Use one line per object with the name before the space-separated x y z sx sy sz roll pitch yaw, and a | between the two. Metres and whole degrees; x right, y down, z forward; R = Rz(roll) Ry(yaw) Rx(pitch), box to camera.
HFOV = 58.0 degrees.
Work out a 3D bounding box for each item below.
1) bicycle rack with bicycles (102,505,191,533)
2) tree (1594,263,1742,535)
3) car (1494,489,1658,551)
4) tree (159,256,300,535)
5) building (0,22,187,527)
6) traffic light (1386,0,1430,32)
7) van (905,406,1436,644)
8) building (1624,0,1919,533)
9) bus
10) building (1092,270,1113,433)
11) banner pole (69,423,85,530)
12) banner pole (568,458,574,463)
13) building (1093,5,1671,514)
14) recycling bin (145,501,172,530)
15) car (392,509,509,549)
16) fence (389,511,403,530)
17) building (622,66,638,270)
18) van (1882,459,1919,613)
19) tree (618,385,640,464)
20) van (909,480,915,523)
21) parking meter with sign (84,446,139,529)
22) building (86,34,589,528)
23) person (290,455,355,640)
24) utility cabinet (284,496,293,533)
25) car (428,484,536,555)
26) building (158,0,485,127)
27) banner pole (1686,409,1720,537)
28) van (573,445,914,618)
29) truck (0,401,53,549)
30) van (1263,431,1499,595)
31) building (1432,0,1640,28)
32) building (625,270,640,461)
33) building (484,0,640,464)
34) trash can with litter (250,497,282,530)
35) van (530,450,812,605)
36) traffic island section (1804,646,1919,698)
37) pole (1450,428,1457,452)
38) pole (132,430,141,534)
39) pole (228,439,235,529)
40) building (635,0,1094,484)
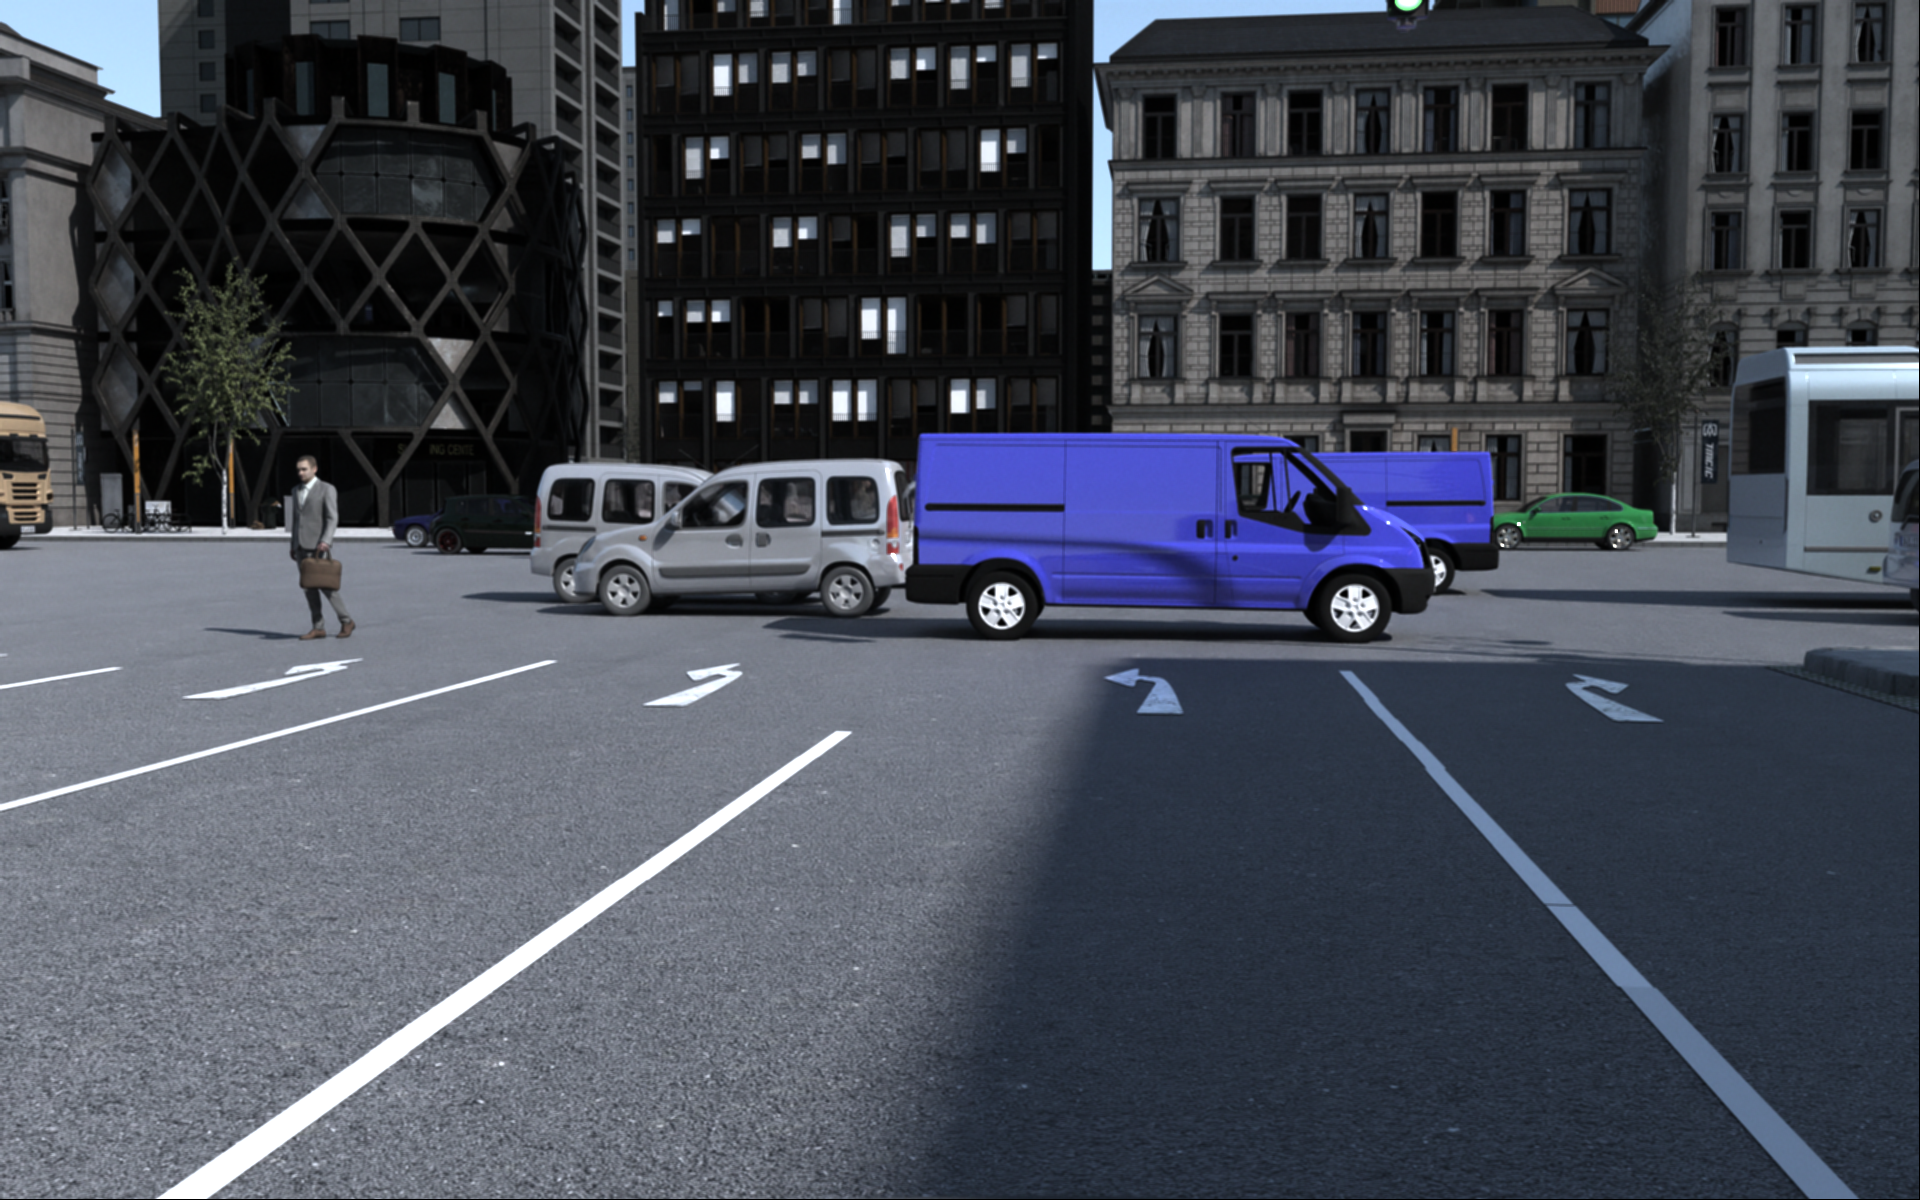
bicycle rack with bicycles | -27.081 -2.724 57.921 2.925 0.926 2.852 -2 4 -34
tree | 22.365 -6.383 54.730 4.360 8.622 3.978 0 3 0
car | 15.405 -2.188 44.567 4.718 1.807 1.959 1 4 9
tree | -23.117 -6.368 54.473 4.737 8.622 4.395 0 3 0
building | -45.931 -14.125 72.737 24.055 21.916 13.314 0 4 7
traffic light | 5.585 -2.347 13.044 4.771 5.953 1.251 0 4 7
van | 2.119 -0.808 17.595 5.245 2.365 2.240 0 4 6
building | 33.244 -12.924 60.456 18.267 20.994 9.793 0 4 7
bus | 16.952 -1.639 21.663 13.247 3.499 2.948 1 4 9
building | 17.989 -27.797 226.177 14.107 30.474 14.160 0 4 7
banner pole | -31.169 -4.353 61.187 0.863 3.779 0.401 2 4 30
banner pole | -24.078 -7.131 106.609 0.863 3.779 0.401 -3 5 -39
building | 14.857 -12.239 64.743 19.286 19.102 10.561 0 4 7
recycling bin | -28.958 -3.059 62.561 0.722 1.027 0.722 -1 4 -11
car | -13.139 -2.077 46.535 3.894 1.354 1.945 0 4 8
fence | -20.044 -2.836 61.747 0.278 0.683 2.069 -2 4 -28
building | -45.726 -42.466 236.318 28.212 58.520 21.231 0 4 7
van | 12.493 -0.730 18.954 4.112 2.044 2.013 1 4 9
tree | -20.011 -9.802 110.618 4.360 8.622 3.978 0 3 0
van | -0.328 -1.208 26.757 4.112 2.044 2.013 0 4 7
parking meter with sign | -31.214 -4.128 63.757 1.738 3.016 0.543 -2 4 -32
building | -24.564 -12.535 72.405 16.811 18.784 16.820 0 4 7
person | -6.376 -0.518 17.093 0.709 1.813 0.853 1 4 19
utility cabinet | -22.006 -2.847 57.706 1.020 1.237 0.306 1 4 21
car | -10.572 -1.930 41.348 4.222 1.686 2.009 1 4 9
building | -57.841 -44.075 158.882 20.611 71.187 20.563 0 4 7
banner pole | 21.979 -3.743 51.214 0.863 3.779 0.401 1 4 16
van | -2.578 -0.848 20.883 4.112 2.044 2.013 0 4 6
truck | -28.685 -3.416 44.769 11.283 4.237 2.839 0 4 8
van | 5.119 -1.291 25.496 5.245 2.365 2.240 0 4 7
building | 46.871 -28.964 128.186 22.147 44.769 28.867 0 4 7
building | -33.682 -18.907 154.165 28.899 21.520 27.650 0 4 7
building | -33.670 -42.021 125.295 20.563 71.187 20.611 0 4 7
trash can with litter | -25.194 -3.145 62.805 0.624 1.170 1.055 1 4 23
van | -3.595 -0.990 23.195 4.112 2.044 2.013 0 4 6
traffic island section | 7.710 0.566 13.029 2.009 0.180 2.903 0 4 7
pole | 15.200 -3.642 53.389 0.158 3.312 0.155 0 3 0
pole | -26.299 -3.761 55.335 0.158 3.312 0.155 0 3 0
pole | -26.933 -4.291 64.008 0.158 3.312 0.155 0 3 0
building | -3.052 -14.558 67.709 15.834 23.373 12.332 0 4 7
